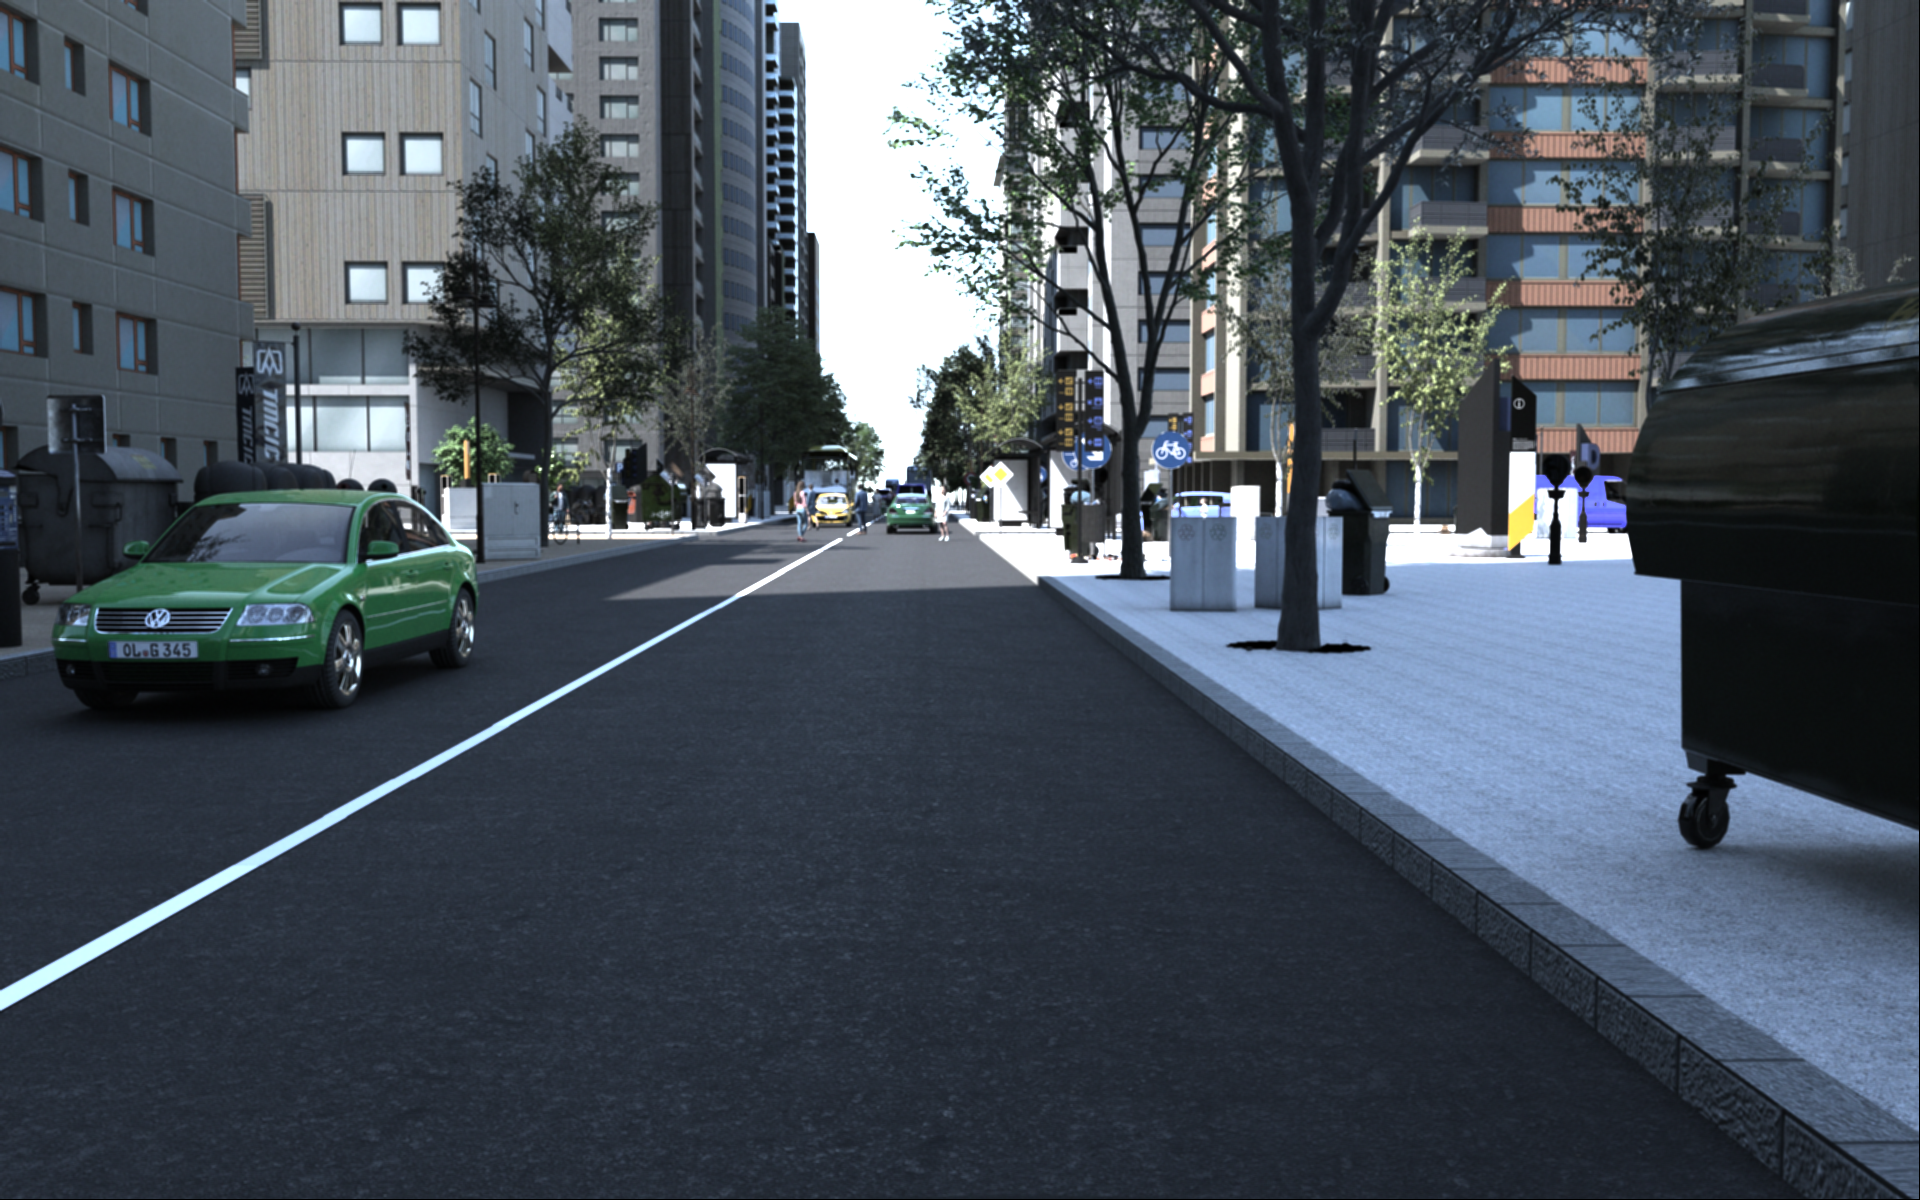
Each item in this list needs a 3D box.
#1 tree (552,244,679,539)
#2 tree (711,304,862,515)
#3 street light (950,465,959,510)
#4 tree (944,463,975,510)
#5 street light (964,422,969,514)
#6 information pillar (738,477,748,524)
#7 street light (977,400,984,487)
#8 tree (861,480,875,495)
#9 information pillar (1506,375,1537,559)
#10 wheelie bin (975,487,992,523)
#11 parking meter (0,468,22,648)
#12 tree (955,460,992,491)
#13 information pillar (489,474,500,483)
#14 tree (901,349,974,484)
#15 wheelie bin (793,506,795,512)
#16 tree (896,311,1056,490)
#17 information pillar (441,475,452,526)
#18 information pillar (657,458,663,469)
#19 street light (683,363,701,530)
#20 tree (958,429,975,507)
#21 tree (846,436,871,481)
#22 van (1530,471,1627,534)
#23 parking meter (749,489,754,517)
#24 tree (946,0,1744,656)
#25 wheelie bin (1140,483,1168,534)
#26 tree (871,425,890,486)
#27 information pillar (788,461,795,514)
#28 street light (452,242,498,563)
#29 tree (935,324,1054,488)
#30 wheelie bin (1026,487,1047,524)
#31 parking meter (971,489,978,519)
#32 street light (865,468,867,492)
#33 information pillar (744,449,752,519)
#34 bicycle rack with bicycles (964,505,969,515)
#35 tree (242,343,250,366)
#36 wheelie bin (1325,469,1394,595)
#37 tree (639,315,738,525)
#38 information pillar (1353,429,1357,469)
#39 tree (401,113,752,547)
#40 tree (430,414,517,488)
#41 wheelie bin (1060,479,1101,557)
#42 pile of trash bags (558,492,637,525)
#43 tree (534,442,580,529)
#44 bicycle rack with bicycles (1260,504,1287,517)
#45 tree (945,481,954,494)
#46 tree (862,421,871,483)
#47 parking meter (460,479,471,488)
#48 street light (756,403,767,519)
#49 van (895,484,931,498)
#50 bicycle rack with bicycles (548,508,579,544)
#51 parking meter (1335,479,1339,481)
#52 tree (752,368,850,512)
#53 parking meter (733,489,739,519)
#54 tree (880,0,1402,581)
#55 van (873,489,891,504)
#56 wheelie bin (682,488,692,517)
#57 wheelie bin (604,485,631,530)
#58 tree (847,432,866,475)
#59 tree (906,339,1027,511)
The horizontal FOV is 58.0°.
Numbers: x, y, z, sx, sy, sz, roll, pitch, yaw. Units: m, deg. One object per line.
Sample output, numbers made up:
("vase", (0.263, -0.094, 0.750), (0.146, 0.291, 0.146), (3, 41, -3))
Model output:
("tree", (-10.101, -6.087, 49.891), (4.737, 8.622, 4.395), (0, 3, 0))
("tree", (-10.933, -11.367, 103.975), (7.486, 12.596, 7.792), (0, 3, 0))
("street light", (-0.544, -11.361, 158.539), (0.468, 5.910, 1.993), (0, 4, -1))
("tree", (0.259, -9.537, 139.649), (4.285, 4.588, 4.351), (0, 3, 0))
("street light", (0.466, -8.350, 109.307), (0.468, 5.910, 1.993), (0, 4, -1))
("information pillar", (-9.263, -4.246, 73.912), (0.304, 2.012, 0.304), (1, 4, 13))
("street light", (1.047, -6.740, 82.992), (0.468, 5.910, 1.993), (0, 4, -1))
("tree", (-14.936, -17.794, 285.528), (1.663, 3.219, 1.824), (0, 3, 0))
("information pillar", (11.083, -2.619, 34.172), (0.504, 3.616, 0.183), (0, 4, 4))
("wheelie bin", (1.115, -4.276, 77.817), (0.693, 1.594, 0.980), (-2, 4, -25))
("parking meter", (-8.114, -0.375, 14.548), (0.372, 1.533, 0.369), (0, 3, 0))
("tree", (1.099, -6.233, 96.507), (1.663, 3.219, 1.824), (0, 3, 0))
("information pillar", (-16.794, -3.549, 62.521), (0.304, 2.012, 0.304), (1, 4, 17))
("tree", (-0.506, -22.444, 222.846), (12.611, 20.169, 13.585), (0, 3, 0))
("wheelie bin", (-11.857, -7.275, 126.857), (0.980, 1.594, 0.693), (-1, 4, -12))
("tree", (0.946, -9.444, 88.830), (8.767, 10.594, 7.601), (-1, 4, -11))
("information pillar", (-20.302, -3.915, 68.500), (0.304, 2.012, 0.304), (1, 4, 14))
("information pillar", (-19.600, -7.449, 113.150), (0.504, 3.616, 0.183), (2, 4, 25))
("street light", (-9.482, -5.420, 61.398), (0.468, 5.910, 1.993), (0, 4, -1))
("tree", (0.499, -13.367, 168.909), (4.360, 8.622, 3.978), (0, 3, 0))
("tree", (-13.153, -16.065, 213.029), (4.737, 8.622, 4.395), (0, 3, 0))
("van", (20.548, -3.265, 57.761), (5.245, 2.365, 2.240), (0, 4, -2))
("parking meter", (-11.897, -5.685, 98.657), (0.399, 1.863, 0.255), (3, 5, 42))
("tree", (2.904, -6.325, 13.785), (12.009, 13.543, 11.850), (0, 3, 0))
("wheelie bin", (5.603, -2.560, 49.766), (0.693, 1.594, 0.980), (-2, 4, -29))
("tree", (-14.369, -21.262, 265.758), (7.486, 12.596, 7.792), (0, 3, 0))
("information pillar", (-10.754, -7.293, 110.594), (0.183, 3.616, 0.504), (3, 5, 45))
("street light", (-8.914, -3.622, 32.006), (0.468, 5.910, 1.993), (0, 4, -1))
("tree", (2.038, -7.611, 74.810), (4.737, 8.622, 4.395), (0, 3, 0))
("wheelie bin", (3.227, -4.046, 74.065), (0.980, 1.594, 0.693), (0, 4, -7))
("parking meter", (0.720, -4.837, 87.499), (0.372, 1.533, 0.369), (0, 3, 0))
("street light", (-13.416, -16.819, 247.785), (0.468, 5.910, 1.993), (0, 4, -1))
("information pillar", (-10.982, -6.010, 89.611), (0.183, 3.616, 0.504), (2, 4, 31))
("bicycle rack with bicycles", (1.718, -5.727, 107.025), (2.925, 0.926, 2.852), (0, 4, -4))
("tree", (-29.635, -7.205, 68.160), (4.737, 8.622, 4.395), (0, 3, 0))
("wheelie bin", (5.091, -0.875, 22.212), (0.693, 1.594, 0.980), (3, 5, 40))
("tree", (-10.862, -7.342, 70.406), (4.360, 8.622, 3.978), (0, 3, 0))
("information pillar", (14.125, -4.317, 61.942), (0.183, 3.616, 0.504), (1, 4, 17))
("tree", (-9.824, -6.574, 41.900), (7.601, 10.594, 8.767), (-1, 4, -19))
("tree", (-19.971, -5.348, 71.159), (4.285, 4.588, 4.351), (0, 3, 0))
("wheelie bin", (2.469, -1.692, 35.567), (0.693, 1.594, 0.980), (-2, 4, -26))
("pile of trash bags", (-15.022, -3.809, 72.036), (3.447, 1.369, 1.912), (-3, 5, -40))
("tree", (-14.921, -4.261, 64.262), (1.663, 3.219, 1.824), (0, 3, 0))
("bicycle rack with bicycles", (11.884, -2.971, 61.963), (2.852, 0.926, 2.925), (0, 4, -4))
("tree", (-1.094, -11.418, 181.282), (1.663, 3.219, 1.824), (0, 3, 0))
("tree", (-11.693, -13.080, 131.992), (7.486, 12.596, 7.792), (0, 3, 0))
("parking meter", (-18.643, -3.645, 65.307), (0.399, 1.863, 0.255), (2, 4, 35))
("street light", (-10.024, -7.026, 87.667), (0.468, 5.910, 1.993), (0, 4, -1))
("van", (-2.924, -6.246, 106.502), (2.240, 2.365, 5.245), (0, 4, 0))
("bicycle rack with bicycles", (-11.048, -1.859, 43.777), (2.852, 0.926, 2.925), (1, 4, 14))
("parking meter", (14.898, -3.800, 67.844), (0.399, 1.863, 0.255), (3, 5, 40))
("tree", (-11.631, -11.442, 121.481), (8.767, 10.594, 7.601), (-3, 4, -36))
("parking meter", (-11.586, -4.987, 89.946), (0.372, 1.533, 0.369), (0, 3, 0))
("tree", (2.664, -6.128, 25.948), (9.928, 11.665, 9.643), (0, 3, 0))
("van", (-8.752, -11.799, 197.298), (2.240, 2.365, 5.245), (0, 4, -1))
("wheelie bin", (-14.928, -5.341, 95.240), (0.980, 1.594, 0.693), (2, 4, 27))
("wheelie bin", (-12.287, -3.305, 61.948), (0.980, 1.594, 0.693), (-2, 4, -35))
("tree", (-12.938, -15.595, 205.345), (4.360, 8.622, 3.978), (0, 3, 0))
("tree", (0.745, -12.913, 128.129), (9.611, 12.733, 9.660), (0, 3, 0))
